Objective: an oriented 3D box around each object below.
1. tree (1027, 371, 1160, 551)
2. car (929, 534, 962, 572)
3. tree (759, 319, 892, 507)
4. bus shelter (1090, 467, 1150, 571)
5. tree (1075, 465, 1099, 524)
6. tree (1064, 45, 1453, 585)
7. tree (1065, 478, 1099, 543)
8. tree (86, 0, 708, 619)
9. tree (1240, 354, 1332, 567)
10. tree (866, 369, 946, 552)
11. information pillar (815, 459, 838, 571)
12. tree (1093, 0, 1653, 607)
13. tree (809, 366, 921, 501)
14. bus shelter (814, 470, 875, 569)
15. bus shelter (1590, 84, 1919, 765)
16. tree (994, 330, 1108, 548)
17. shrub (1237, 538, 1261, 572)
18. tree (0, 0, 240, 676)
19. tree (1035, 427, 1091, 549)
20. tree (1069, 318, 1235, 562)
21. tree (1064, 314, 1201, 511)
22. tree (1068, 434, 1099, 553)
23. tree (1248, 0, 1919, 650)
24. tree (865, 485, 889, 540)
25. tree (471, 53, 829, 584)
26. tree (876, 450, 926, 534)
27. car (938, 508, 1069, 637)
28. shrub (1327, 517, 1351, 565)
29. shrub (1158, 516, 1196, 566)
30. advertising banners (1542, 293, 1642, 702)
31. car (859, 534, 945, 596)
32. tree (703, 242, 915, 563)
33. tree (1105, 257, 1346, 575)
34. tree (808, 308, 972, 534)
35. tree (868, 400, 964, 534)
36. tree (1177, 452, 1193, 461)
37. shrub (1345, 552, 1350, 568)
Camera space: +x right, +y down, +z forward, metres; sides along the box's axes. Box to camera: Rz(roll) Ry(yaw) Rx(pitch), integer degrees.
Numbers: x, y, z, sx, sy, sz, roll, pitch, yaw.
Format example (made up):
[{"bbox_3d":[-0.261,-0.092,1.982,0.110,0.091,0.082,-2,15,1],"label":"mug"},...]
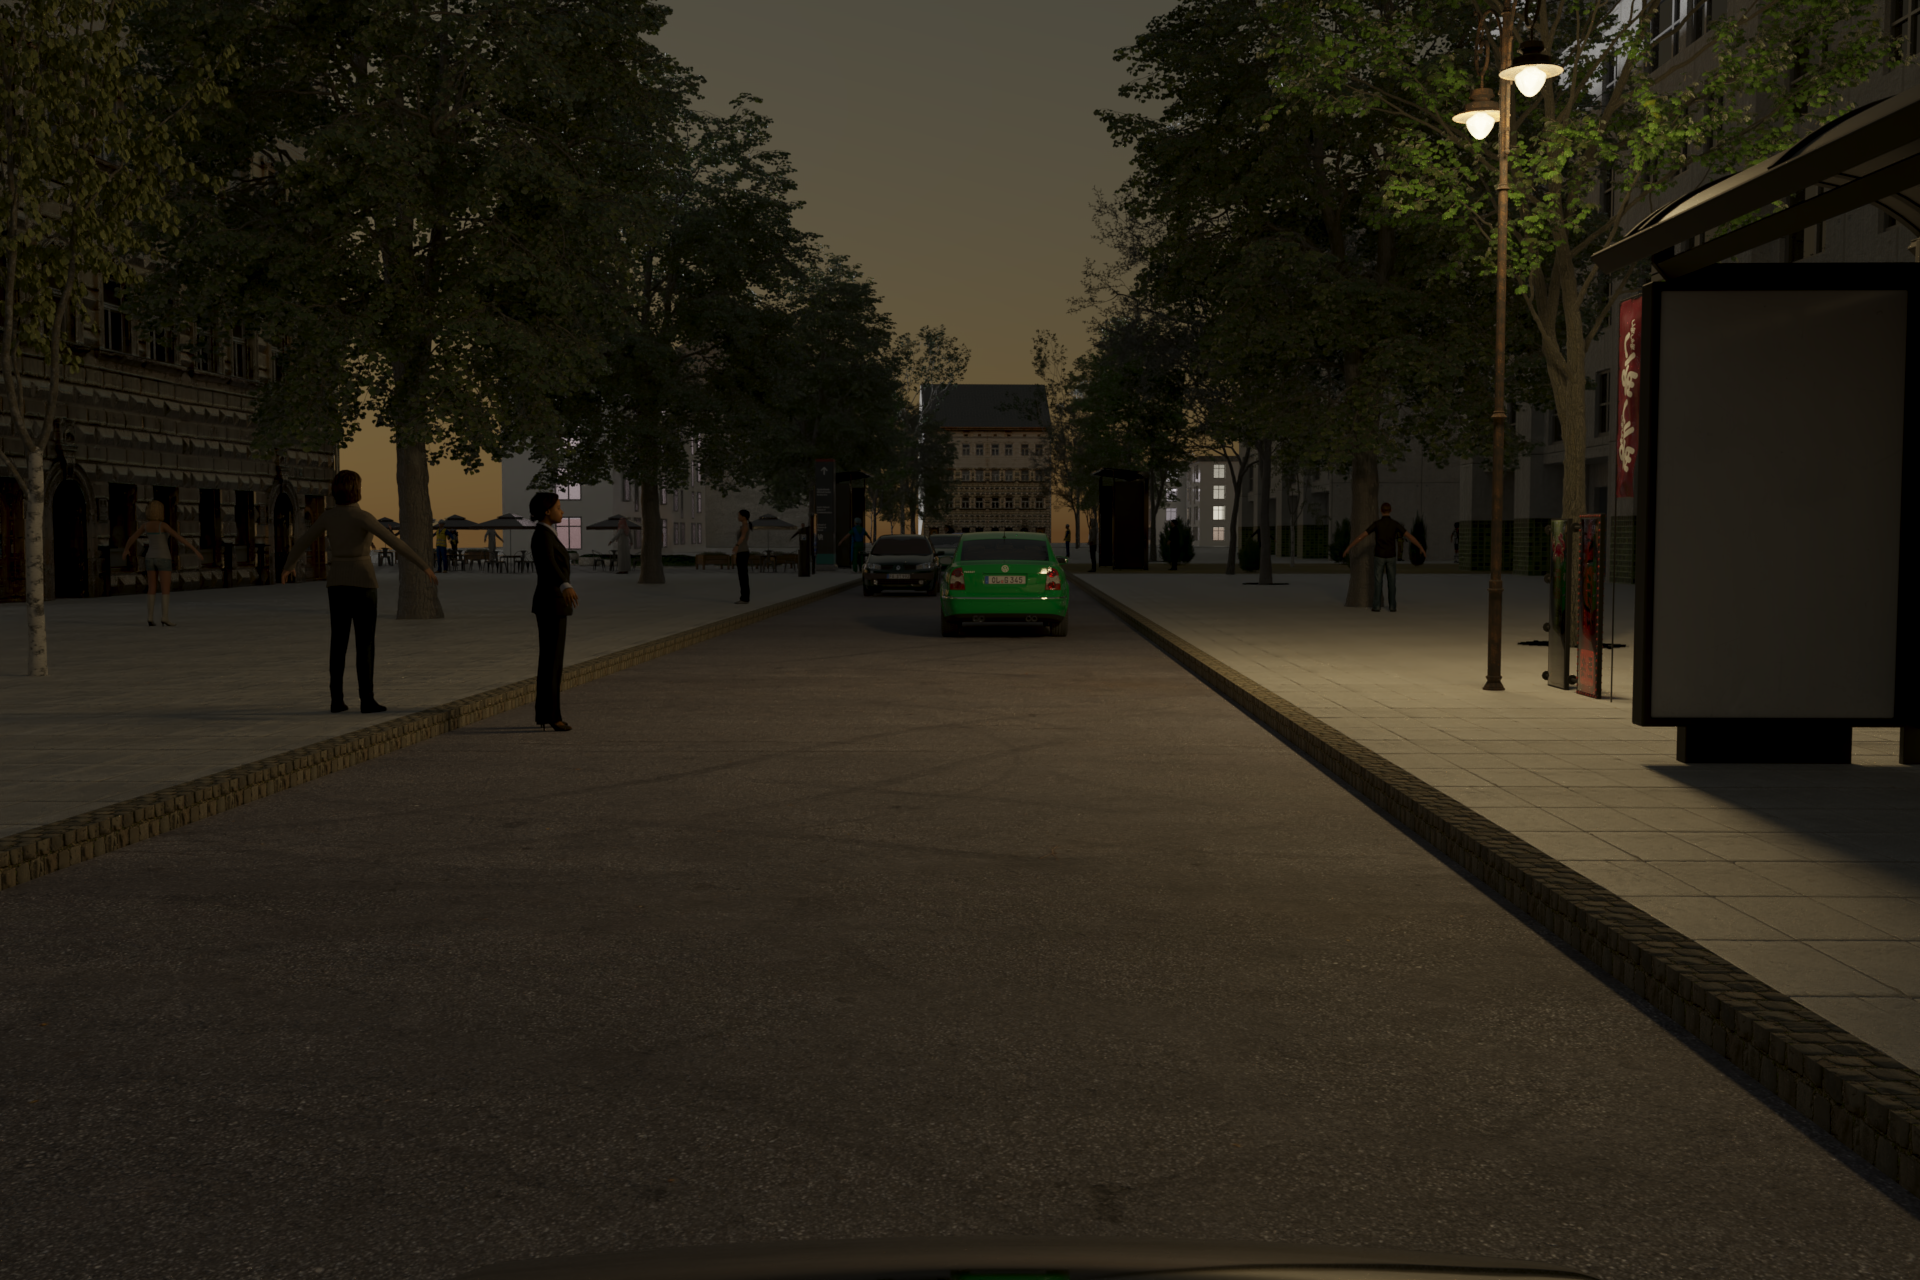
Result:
[{"bbox_3d":[10.052,-13.321,128.172,12.009,13.543,11.850,0,3,0],"label":"tree"},{"bbox_3d":[-0.415,-2.850,58.394,2.131,1.459,4.920,0,4,1],"label":"car"},{"bbox_3d":[-7.220,-10.481,89.494,7.486,12.596,7.792,0,3,0],"label":"tree"},{"bbox_3d":[5.870,-4.442,63.907,1.731,3.624,6.357,0,3,0],"label":"bus shelter"},{"bbox_3d":[10.737,-11.730,142.143,4.360,8.622,3.978,0,3,0],"label":"tree"},{"bbox_3d":[7.677,-8.146,43.564,12.009,13.543,11.850,0,3,0],"label":"tree"},{"bbox_3d":[18.857,-20.029,253.226,9.928,11.665,9.643,0,3,0],"label":"tree"},{"bbox_3d":[-8.185,-7.288,25.815,9.857,13.997,8.962,0,3,0],"label":"tree"},{"bbox_3d":[13.043,-7.154,67.334,4.360,8.622,3.978,0,3,0],"label":"tree"},{"bbox_3d":[-5.941,-12.957,122.215,12.009,13.543,11.850,0,3,0],"label":"tree"},{"bbox_3d":[-4.658,-4.323,60.064,0.750,3.857,0.750,0,4,2],"label":"information pillar"},{"bbox_3d":[7.214,-7.548,30.066,9.857,13.997,8.962,0,3,0],"label":"tree"},{"bbox_3d":[-6.226,-11.065,106.668,9.928,11.665,9.643,0,3,0],"label":"tree"},{"bbox_3d":[-4.393,-4.607,66.604,1.731,3.624,6.357,0,4,2],"label":"bus shelter"},{"bbox_3d":[4.512,-0.808,7.128,2.014,3.302,5.546,0,4,2],"label":"bus shelter"},{"bbox_3d":[9.690,-18.686,161.401,12.611,20.169,13.585,0,3,0],"label":"tree"},{"bbox_3d":[9.751,-2.871,58.058,1.383,1.207,1.383,0,3,0],"label":"shrub"},{"bbox_3d":[-8.490,-3.991,15.611,4.737,8.622,4.395,0,3,0],"label":"tree"},{"bbox_3d":[10.275,-13.193,150.109,8.767,10.594,7.601,1,4,20],"label":"tree"},{"bbox_3d":[9.096,-9.421,79.784,9.928,11.665,9.643,0,3,0],"label":"tree"},{"bbox_3d":[8.915,-10.492,89.669,7.486,12.596,7.792,0,3,0],"label":"tree"},{"bbox_3d":[9.414,-10.230,117.620,4.360,8.622,3.978,0,3,0],"label":"tree"},{"bbox_3d":[6.827,-5.730,19.448,9.928,11.665,9.643,0,3,0],"label":"tree"},{"bbox_3d":[-12.734,-19.487,253.016,7.601,10.594,8.767,0,4,-2],"label":"tree"},{"bbox_3d":[-8.057,-8.435,44.564,9.857,13.997,8.962,0,3,0],"label":"tree"},{"bbox_3d":[-5.379,-11.181,133.174,4.360,8.622,3.978,0,3,0],"label":"tree"},{"bbox_3d":[0.641,-1.022,25.498,1.959,1.807,4.718,0,4,1],"label":"car"},{"bbox_3d":[16.096,-4.137,72.052,1.690,2.028,1.600,0,3,0],"label":"shrub"},{"bbox_3d":[8.839,-4.067,70.530,1.661,2.075,1.752,0,3,0],"label":"shrub"},{"bbox_3d":[4.968,-1.066,13.615,0.090,3.025,2.074,0,4,1],"label":"advertising banners"},{"bbox_3d":[-1.349,-1.910,41.021,2.009,1.686,4.222,0,4,1],"label":"car"},{"bbox_3d":[-6.619,-10.459,77.667,9.857,13.997,8.962,0,3,0],"label":"tree"},{"bbox_3d":[8.638,-7.320,54.102,8.767,10.594,7.601,-1,4,-19],"label":"tree"},{"bbox_3d":[-6.085,-17.622,144.010,12.611,20.169,13.585,0,3,0],"label":"tree"},{"bbox_3d":[-4.534,-15.643,162.414,9.857,13.997,8.962,0,3,0],"label":"tree"},{"bbox_3d":[33.649,-20.930,252.572,12.009,13.543,11.850,0,3,0],"label":"tree"},{"bbox_3d":[13.674,-2.950,59.346,1.383,1.207,1.383,0,3,0],"label":"shrub"}]
